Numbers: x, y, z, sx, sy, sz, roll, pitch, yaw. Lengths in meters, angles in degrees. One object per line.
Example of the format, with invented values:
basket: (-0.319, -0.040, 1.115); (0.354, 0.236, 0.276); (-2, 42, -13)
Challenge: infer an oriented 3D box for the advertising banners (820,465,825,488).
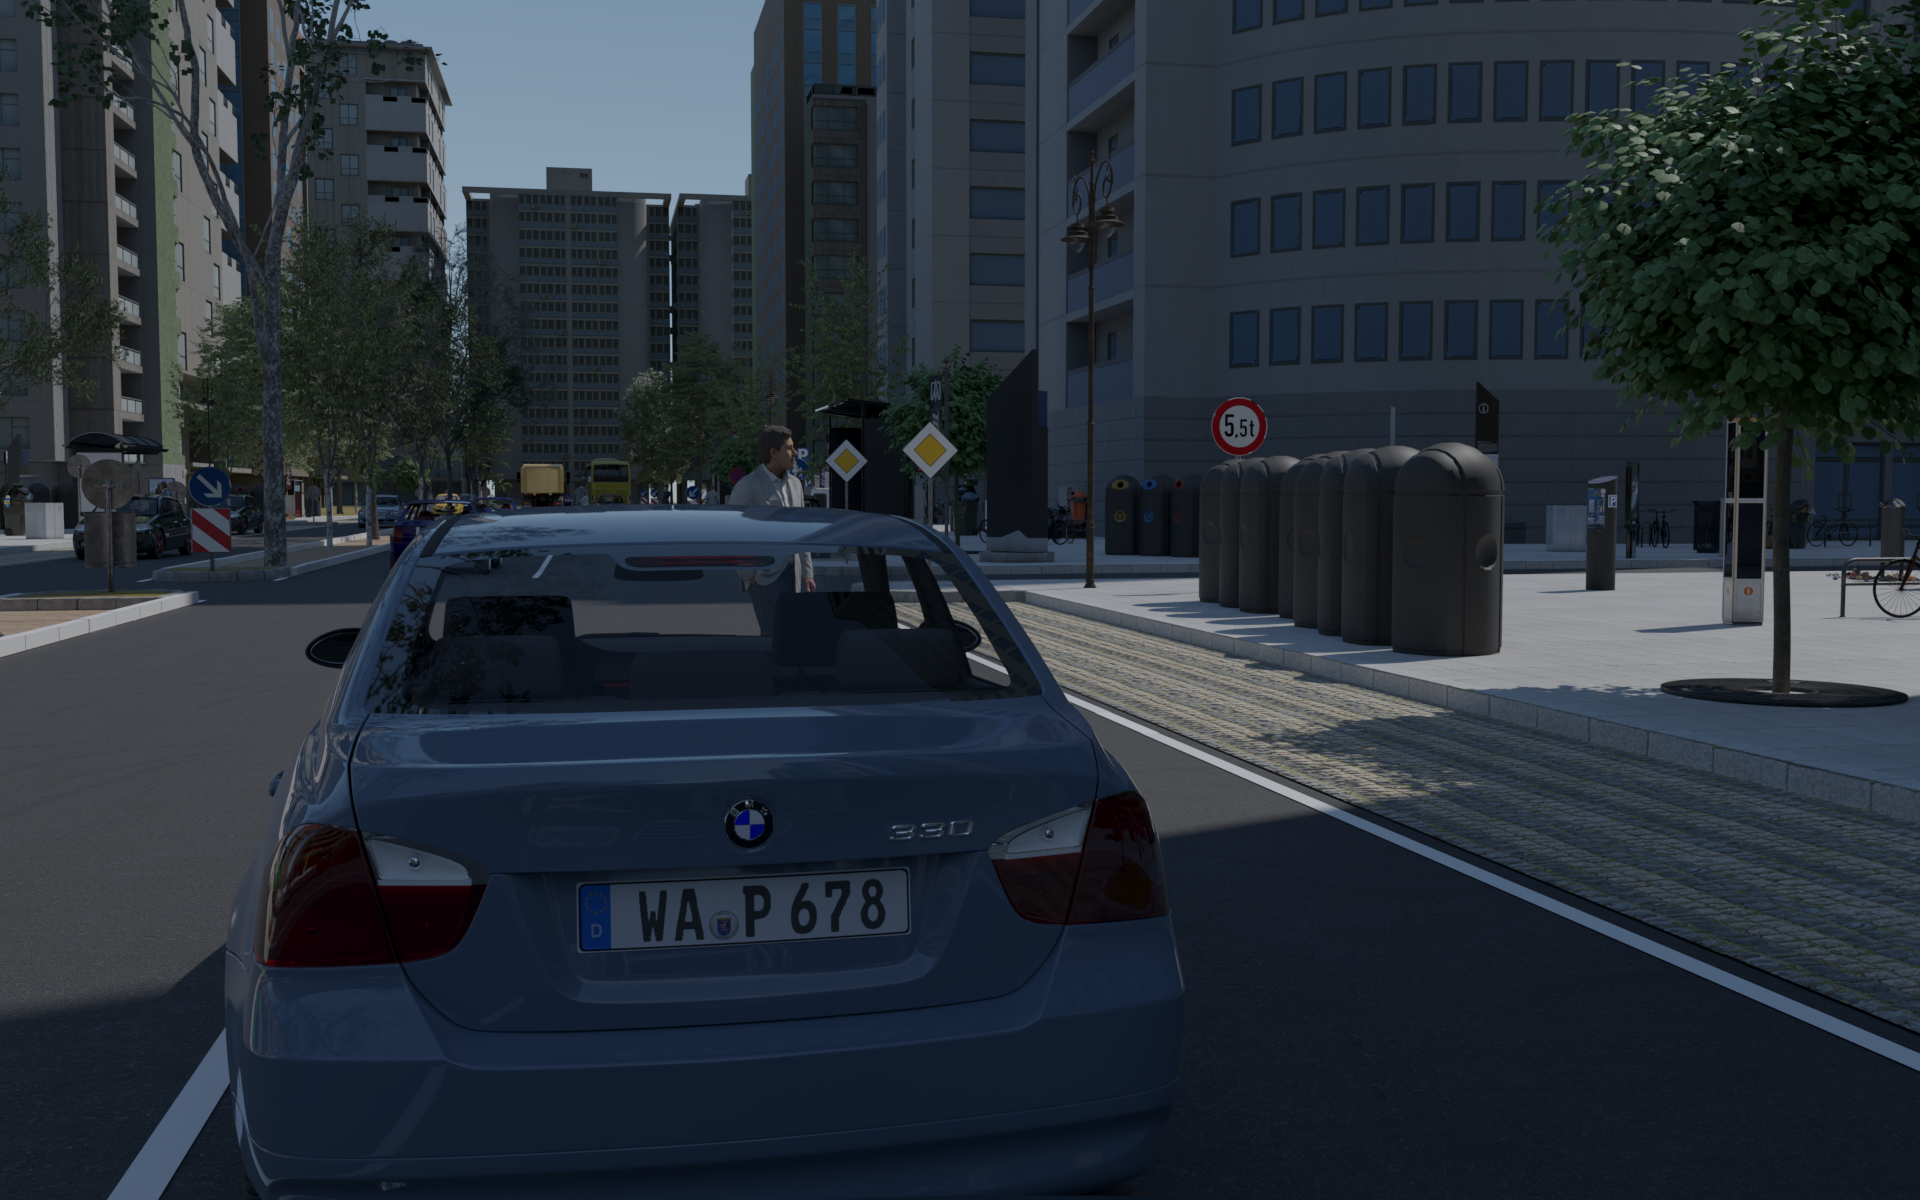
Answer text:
advertising banners: (-8.693, -6.431, 101.329); (2.074, 3.025, 0.090); (1, 4, 14)

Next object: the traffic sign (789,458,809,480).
traffic sign: (-5.798, -3.781, 61.931); (0.768, 2.556, 0.104); (0, 4, -8)

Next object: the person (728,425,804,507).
person: (-1.199, -0.133, 10.517); (0.795, 1.843, 0.661); (3, 5, 40)

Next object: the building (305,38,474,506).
building: (-71.730, -37.443, 201.438); (27.495, 52.752, 28.713); (-1, 4, -12)

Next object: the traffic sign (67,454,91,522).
traffic sign: (-28.167, -3.382, 55.401); (0.768, 2.556, 0.104); (0, 4, -2)

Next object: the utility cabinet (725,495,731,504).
utility cabinet: (-12.345, -4.975, 92.502); (0.306, 1.237, 1.020); (-1, 4, -15)

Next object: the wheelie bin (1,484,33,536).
wheelie bin: (-28.966, -2.775, 53.283); (0.693, 1.594, 0.980); (0, 4, -2)

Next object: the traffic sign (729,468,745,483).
traffic sign: (-10.727, -5.085, 83.243); (0.768, 2.556, 0.104); (0, 4, -4)

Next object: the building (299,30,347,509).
building: (-70.817, -30.417, 151.937); (28.867, 44.769, 22.147); (-1, 4, -12)

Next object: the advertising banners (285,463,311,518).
advertising banners: (-36.245, -6.036, 94.879); (2.074, 3.025, 0.090); (2, 4, 28)

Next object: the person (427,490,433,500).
person: (-39.798, -7.396, 130.092); (0.621, 1.740, 0.551); (-1, 4, -17)

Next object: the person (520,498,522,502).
person: (-30.020, -6.846, 120.561); (1.348, 1.807, 0.705); (1, 4, 12)

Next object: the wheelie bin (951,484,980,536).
wheelie bin: (0.172, -2.784, 53.419); (0.980, 1.594, 0.693); (3, 5, 41)

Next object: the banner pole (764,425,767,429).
banner pole: (-7.049, -4.446, 62.704); (0.401, 3.779, 0.863); (0, 4, -3)

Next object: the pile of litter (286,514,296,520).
pile of litter: (-33.645, -4.429, 86.378); (1.176, 0.858, 1.719); (0, 4, 7)

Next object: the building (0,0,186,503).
building: (-48.657, -24.696, 87.380); (14.154, 41.232, 14.086); (-1, 4, -12)

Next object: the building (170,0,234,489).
building: (-62.028, -31.809, 109.320); (28.713, 52.752, 27.495); (-1, 4, -12)

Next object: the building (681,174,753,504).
building: (-23.325, -31.890, 213.289); (23.993, 40.220, 32.217); (-1, 4, -12)

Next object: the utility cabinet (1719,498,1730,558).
utility cabinet: (15.778, -1.478, 35.332); (0.306, 1.237, 1.020); (3, 4, 38)

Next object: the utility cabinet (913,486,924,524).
utility cabinet: (-1.307, -2.318, 46.573); (0.318, 1.500, 1.173); (-2, 4, -24)

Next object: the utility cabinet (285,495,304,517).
utility cabinet: (-37.018, -5.206, 96.277); (1.020, 1.237, 0.306); (0, 4, 1)

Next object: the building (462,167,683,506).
building: (-46.903, -31.617, 208.823); (23.993, 40.220, 32.217); (-1, 4, -12)

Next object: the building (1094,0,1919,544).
building: (17.812, -31.274, 53.336); (28.212, 58.520, 21.231); (-1, 4, -12)

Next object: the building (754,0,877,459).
building: (-10.626, -30.818, 153.978); (14.600, 45.320, 14.200); (-1, 4, -12)

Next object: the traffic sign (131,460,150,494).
traffic sign: (-30.910, -3.983, 65.124); (0.884, 2.594, 0.081); (0, 4, -7)

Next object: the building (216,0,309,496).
building: (-58.455, -29.466, 131.886); (14.600, 45.320, 14.200); (-1, 4, -12)

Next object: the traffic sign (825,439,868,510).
traffic sign: (-2.085, -1.724, 31.829); (0.795, 2.450, 0.064); (-1, 4, -12)

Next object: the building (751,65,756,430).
building: (-13.301, -29.636, 168.144); (14.154, 41.232, 14.086); (-1, 4, -12)

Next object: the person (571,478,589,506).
person: (-9.379, -2.099, 42.922); (0.850, 1.850, 0.679); (0, 4, -3)

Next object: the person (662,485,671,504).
person: (-14.772, -4.820, 86.670); (0.648, 1.900, 0.474); (3, 4, 38)

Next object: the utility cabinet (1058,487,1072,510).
utility cabinet: (3.221, -2.729, 53.298); (0.318, 1.500, 1.173); (1, 4, 11)

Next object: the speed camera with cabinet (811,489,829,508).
speed camera with cabinet: (-4.155, -3.940, 58.758); (2.038, 3.252, 0.660); (3, 4, 39)

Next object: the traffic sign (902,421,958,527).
traffic sign: (-0.418, -1.246, 24.019); (0.795, 2.450, 0.064); (-1, 4, -12)

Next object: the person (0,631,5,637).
person: (-9.147, -0.202, 16.067); (0.640, 1.303, 0.475); (1, 4, 11)

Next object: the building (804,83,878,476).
building: (-4.566, -21.715, 126.748); (14.160, 30.474, 14.107); (-1, 4, -12)

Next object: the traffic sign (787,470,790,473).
traffic sign: (-6.310, -3.696, 60.538); (0.768, 2.556, 0.104); (0, 4, -3)

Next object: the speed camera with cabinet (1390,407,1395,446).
speed camera with cabinet: (10.493, -2.740, 39.142); (2.038, 3.252, 0.660); (2, 4, 31)

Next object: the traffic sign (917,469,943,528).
traffic sign: (-0.711, -2.651, 43.342); (0.884, 2.594, 0.081); (0, 4, -7)

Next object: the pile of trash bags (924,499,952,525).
pile of trash bags: (-0.647, -3.937, 74.115); (3.447, 1.369, 1.912); (2, 4, 24)

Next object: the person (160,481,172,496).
person: (-23.431, -2.591, 51.040); (0.419, 1.800, 0.721); (-1, 4, -16)

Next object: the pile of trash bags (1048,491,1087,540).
pile of trash bags: (2.942, -2.454, 49.881); (1.912, 1.369, 3.447); (-1, 4, -16)

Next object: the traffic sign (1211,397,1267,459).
traffic sign: (3.664, -1.392, 22.863); (0.768, 2.556, 0.104); (-1, 4, -10)

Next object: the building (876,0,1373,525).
building: (6.074, -33.704, 93.058); (21.231, 58.520, 28.212); (-1, 4, -12)

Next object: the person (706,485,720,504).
person: (-10.503, -3.986, 73.764); (0.635, 1.810, 0.391); (0, 4, 4)

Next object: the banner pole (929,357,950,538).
banner pole: (-0.364, -2.561, 31.894); (0.401, 3.779, 0.863); (-2, 4, -31)
